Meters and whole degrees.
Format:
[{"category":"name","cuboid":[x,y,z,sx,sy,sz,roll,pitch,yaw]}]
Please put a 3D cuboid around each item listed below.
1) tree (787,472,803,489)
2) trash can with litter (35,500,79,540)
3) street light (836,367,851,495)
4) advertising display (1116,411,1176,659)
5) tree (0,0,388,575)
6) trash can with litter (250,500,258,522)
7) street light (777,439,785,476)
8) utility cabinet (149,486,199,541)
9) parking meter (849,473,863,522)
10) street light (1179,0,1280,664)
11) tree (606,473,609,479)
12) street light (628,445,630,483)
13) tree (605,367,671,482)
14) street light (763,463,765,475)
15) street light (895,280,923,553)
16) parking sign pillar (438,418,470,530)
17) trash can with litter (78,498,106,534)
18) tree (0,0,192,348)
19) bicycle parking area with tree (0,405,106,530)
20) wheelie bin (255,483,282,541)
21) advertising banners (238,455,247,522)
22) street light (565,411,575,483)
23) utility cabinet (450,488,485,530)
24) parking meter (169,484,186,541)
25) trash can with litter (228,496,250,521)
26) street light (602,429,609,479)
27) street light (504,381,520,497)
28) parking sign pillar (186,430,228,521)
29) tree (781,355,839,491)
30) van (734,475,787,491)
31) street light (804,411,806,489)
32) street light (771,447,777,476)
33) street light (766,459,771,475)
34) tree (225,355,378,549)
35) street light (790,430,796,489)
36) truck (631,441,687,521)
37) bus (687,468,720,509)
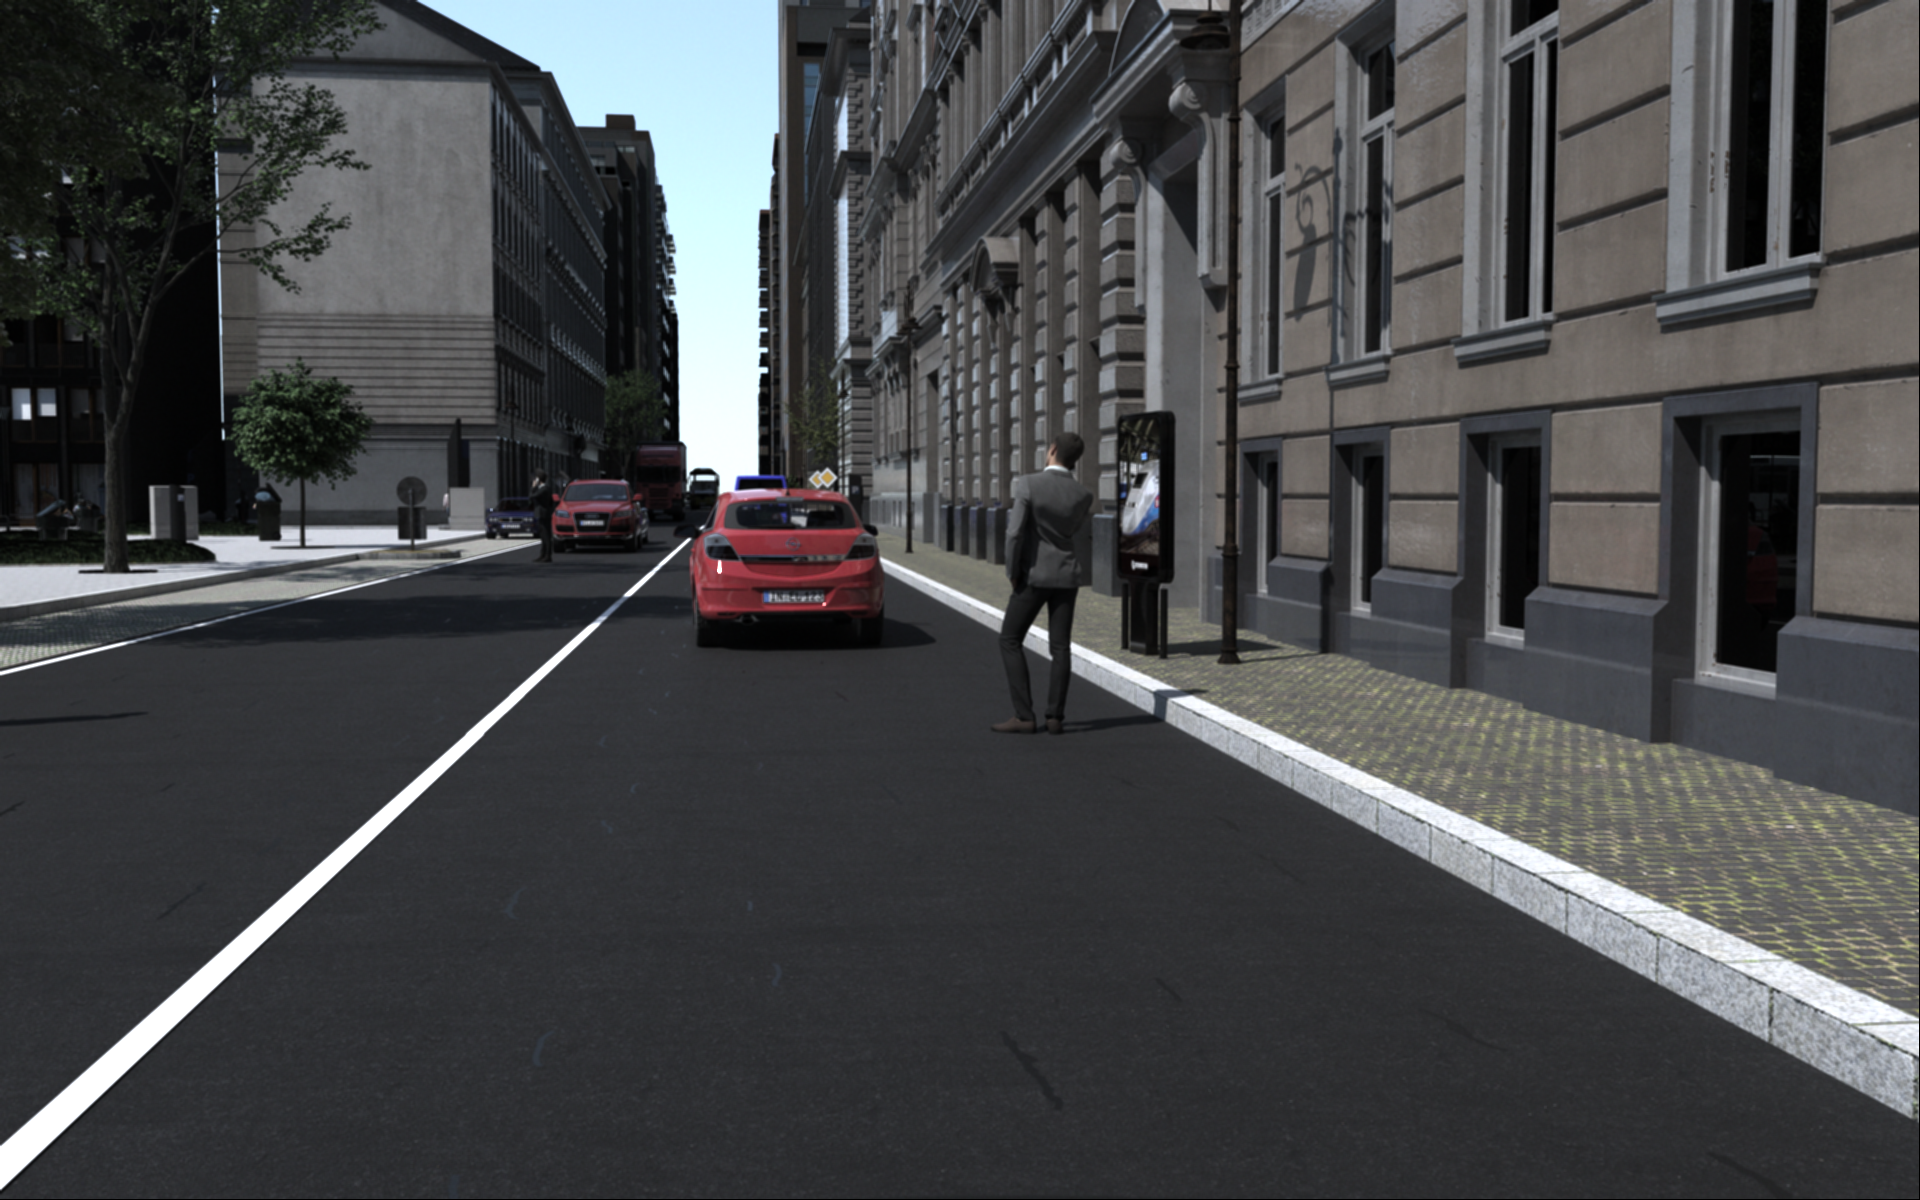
[{"category":"tree","cuboid":[-14.677,-9.512,150.124,1.663,3.219,1.824,0,3,0]},{"category":"trash can with litter","cuboid":[-18.182,-1.400,34.275,0.624,1.170,1.055,3,5,40]},{"category":"street light","cuboid":[-4.253,-5.523,63.083,0.468,5.910,1.993,0,4,-7]},{"category":"advertising display","cuboid":[1.477,-0.528,13.852,0.123,1.923,0.974,-1,4,-15]},{"category":"tree","cuboid":[-13.592,-6.250,27.946,9.928,11.665,9.643,0,3,0]},{"category":"trash can with litter","cuboid":[-23.802,-2.923,59.172,0.624,1.170,1.055,-1,4,-21]},{"category":"street light","cuboid":[-14.972,-10.612,146.296,0.468,5.910,1.993,0,4,-7]},{"category":"utility cabinet","cuboid":[-21.284,-2.339,46.925,0.318,1.500,1.173,3,5,41]},{"category":"parking meter","cuboid":[-2.905,-2.610,48.377,0.399,1.863,0.255,0,4,-1]},{"category":"street light","cuboid":[2.041,-2.457,12.953,0.468,5.910,1.993,0,4,-7]},{"category":"tree","cuboid":[-27.351,-8.478,133.211,1.663,3.219,1.824,0,3,0]},{"category":"street light","cuboid":[-28.102,-10.648,146.878,0.468,5.910,1.993,0,4,-7]},{"category":"tree","cuboid":[-27.217,-13.174,141.150,9.928,11.665,9.643,0,3,0]},{"category":"street light","cuboid":[-24.668,-15.257,222.238,0.468,5.910,1.993,0,4,-7]},{"category":"street light","cuboid":[-1.111,-3.968,37.669,0.468,5.910,1.993,0,4,-7]},{"category":"parking sign pillar","cuboid":[-18.045,-4.516,62.306,1.447,3.967,1.447,-2,4,-32]},{"category":"trash can with litter","cuboid":[-24.409,-2.296,48.934,0.624,1.170,1.055,2,4,32]},{"category":"tree","cuboid":[-11.074,-6.016,16.486,7.486,12.596,7.792,0,3,0]},{"category":"bicycle parking area with tree","cuboid":[-33.460,-4.253,56.545,8.231,4.147,9.016,1,4,19]},{"category":"wheelie bin","cuboid":[-18.975,-2.423,47.518,0.693,1.594,0.980,-2,4,-25]},{"category":"advertising banners","cuboid":[-30.008,-4.659,72.370,0.090,3.025,2.074,-1,4,-15]},{"category":"street light","cuboid":[-21.660,-7.550,96.224,0.468,5.910,1.993,0,4,-7]},{"category":"utility cabinet","cuboid":[-17.300,-3.190,60.835,1.173,1.500,0.318,-1,4,-14]},{"category":"parking meter","cuboid":[-20.409,-2.250,45.193,0.372,1.533,0.369,0,3,0]},{"category":"trash can with litter","cuboid":[-33.559,-4.237,80.670,0.624,1.170,1.055,1,4,21]},{"category":"street light","cuboid":[-24.758,-9.068,121.047,0.468,5.910,1.993,0,4,-7]},{"category":"street light","cuboid":[-18.364,-6.014,71.121,0.468,5.910,1.993,0,4,-7]},{"category":"parking sign pillar","cuboid":[-31.676,-5.125,72.263,1.447,3.967,1.447,1,4,12]},{"category":"tree","cuboid":[-6.776,-8.483,89.053,4.737,8.622,4.395,0,3,0]},{"category":"van","cuboid":[-6.781,-3.339,58.973,2.240,2.365,5.245,0,4,-7]},{"category":"street light","cuboid":[-8.625,-7.577,96.665,0.468,5.910,1.993,0,4,-7]},{"category":"street light","cuboid":[-18.215,-12.189,172.084,0.468,5.910,1.993,0,4,-7]},{"category":"street light","cuboid":[-21.444,-13.701,196.791,0.468,5.910,1.993,0,4,-7]},{"category":"tree","cuboid":[-15.571,-3.501,40.960,4.285,4.588,4.351,0,3,0]},{"category":"street light","cuboid":[-11.675,-9.089,121.394,0.468,5.910,1.993,0,4,-7]},{"category":"truck","cuboid":[-16.249,-6.450,94.373,2.839,4.237,11.283,0,4,-8]},{"category":"bus","cuboid":[-24.337,-10.611,165.034,2.896,3.916,12.252,0,4,-6]}]
